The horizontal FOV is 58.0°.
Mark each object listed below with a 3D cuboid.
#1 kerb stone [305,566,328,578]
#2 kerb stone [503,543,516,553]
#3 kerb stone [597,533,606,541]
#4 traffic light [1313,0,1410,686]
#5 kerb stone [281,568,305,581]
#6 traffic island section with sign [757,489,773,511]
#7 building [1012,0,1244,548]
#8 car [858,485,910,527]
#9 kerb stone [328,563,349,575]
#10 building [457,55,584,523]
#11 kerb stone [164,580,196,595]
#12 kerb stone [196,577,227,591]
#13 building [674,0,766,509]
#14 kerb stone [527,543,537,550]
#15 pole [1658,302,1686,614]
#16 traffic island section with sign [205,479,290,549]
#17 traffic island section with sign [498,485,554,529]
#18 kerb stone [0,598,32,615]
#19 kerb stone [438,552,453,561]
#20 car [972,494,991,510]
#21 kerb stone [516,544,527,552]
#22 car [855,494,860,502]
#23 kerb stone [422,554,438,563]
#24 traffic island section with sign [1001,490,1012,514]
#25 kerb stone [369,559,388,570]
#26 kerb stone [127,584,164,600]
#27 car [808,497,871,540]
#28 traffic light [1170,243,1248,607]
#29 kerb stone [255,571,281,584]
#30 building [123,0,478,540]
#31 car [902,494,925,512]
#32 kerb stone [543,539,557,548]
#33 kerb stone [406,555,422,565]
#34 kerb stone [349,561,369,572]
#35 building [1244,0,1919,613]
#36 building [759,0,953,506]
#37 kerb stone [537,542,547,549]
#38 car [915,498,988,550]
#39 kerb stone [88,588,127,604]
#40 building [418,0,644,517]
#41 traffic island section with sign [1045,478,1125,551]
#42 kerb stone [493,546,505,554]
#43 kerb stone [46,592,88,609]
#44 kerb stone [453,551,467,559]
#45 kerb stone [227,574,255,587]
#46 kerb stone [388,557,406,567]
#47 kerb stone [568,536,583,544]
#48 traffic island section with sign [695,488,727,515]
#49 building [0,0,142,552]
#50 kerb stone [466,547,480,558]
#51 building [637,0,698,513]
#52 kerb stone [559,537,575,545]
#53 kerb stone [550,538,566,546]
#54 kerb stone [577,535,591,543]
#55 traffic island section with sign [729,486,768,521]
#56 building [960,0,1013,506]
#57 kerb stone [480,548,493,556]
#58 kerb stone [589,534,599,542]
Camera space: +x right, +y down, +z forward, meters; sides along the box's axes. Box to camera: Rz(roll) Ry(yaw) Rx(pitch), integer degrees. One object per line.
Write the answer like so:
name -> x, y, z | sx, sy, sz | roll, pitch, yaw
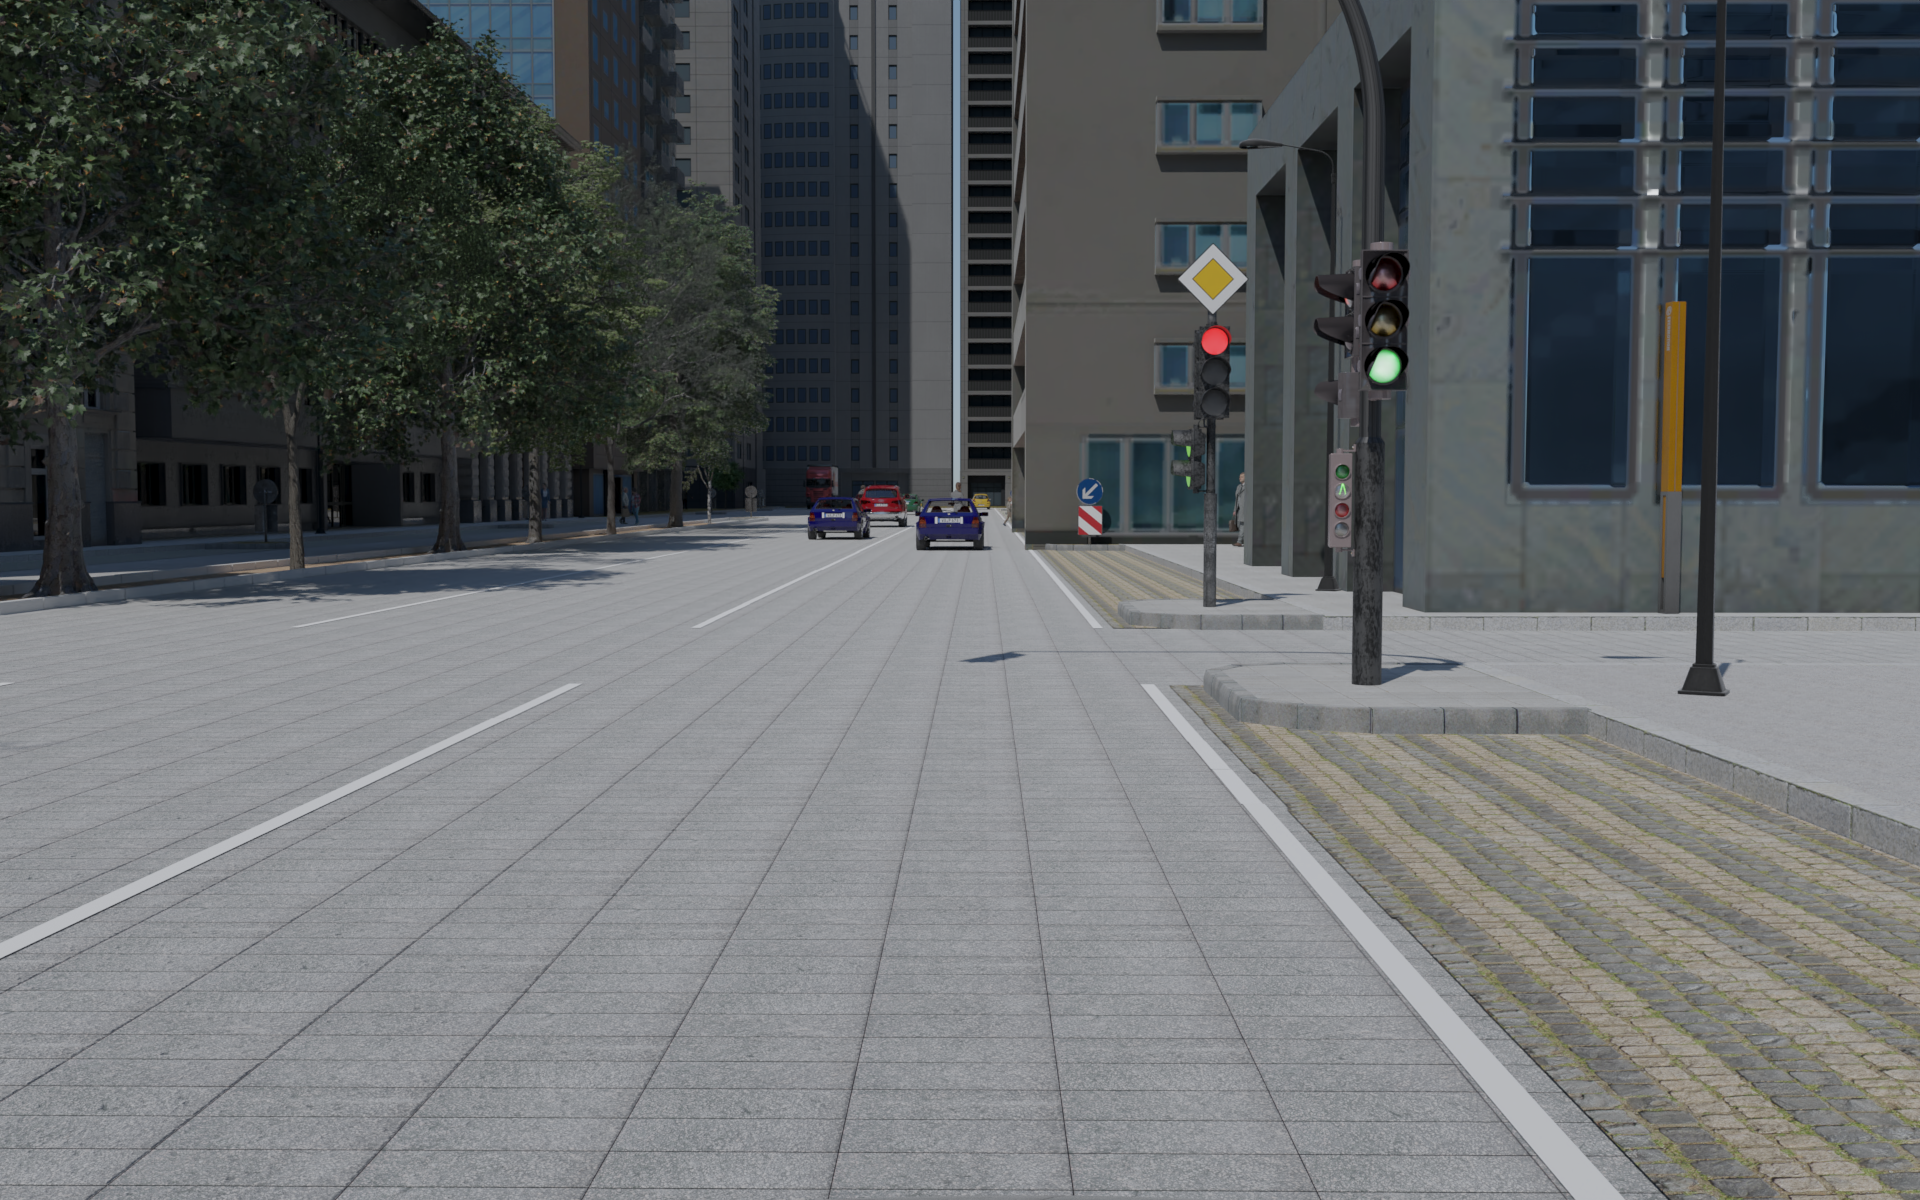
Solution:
kerb stone -> -11.291, -0.485, 30.132 | 0.120, 0.150, 1.000 | 0, 4, 1
kerb stone -> -11.137, -1.236, 42.417 | 0.120, 0.150, 1.000 | 0, 4, 1
kerb stone -> -11.006, -1.864, 52.677 | 0.120, 0.150, 1.000 | 0, 4, 1
traffic light -> 0.625, -2.252, 11.482 | 4.771, 5.953, 1.251 | 0, 4, 1
kerb stone -> -11.301, -0.422, 29.109 | 0.120, 0.150, 1.000 | 0, 4, 1
traffic island section with sign -> -17.118, -8.566, 148.678 | 1.989, 1.847, 2.006 | 0, 4, 1
building -> 12.455, -26.260, 53.051 | 21.300, 48.544, 21.600 | 0, 4, 1
car -> -3.375, -4.138, 76.326 | 2.281, 1.827, 5.304 | 0, 4, 0
kerb stone -> -11.272, -0.548, 31.154 | 0.120, 0.150, 1.000 | 0, 4, 1
building -> -26.018, -15.643, 84.638 | 11.050, 23.489, 19.941 | 0, 4, 1
kerb stone -> -11.359, -0.170, 25.013 | 0.120, 0.150, 1.000 | 0, 4, 1
kerb stone -> -11.344, -0.235, 26.042 | 0.120, 0.150, 1.000 | 0, 4, 1
building -> -29.751, -44.145, 160.020 | 20.611, 71.187, 20.563 | 0, 4, 1
kerb stone -> -11.105, -1.353, 44.462 | 0.120, 0.150, 1.000 | 0, 4, 1
pole -> 7.602, -1.507, 18.490 | 0.158, 3.312, 0.155 | 0, 3, 0
traffic island section with sign -> -18.428, -2.253, 45.465 | 1.989, 1.847, 2.006 | 0, 4, 1
traffic island section with sign -> -18.087, -3.902, 72.418 | 1.989, 1.847, 2.006 | 0, 4, 1
kerb stone -> -11.400, 0.079, 20.920 | 0.120, 0.150, 1.000 | 0, 4, 1
kerb stone -> -11.196, -0.924, 37.304 | 0.120, 0.150, 1.000 | 0, 4, 1
car -> 1.908, -9.206, 160.746 | 2.015, 1.641, 3.980 | 0, 4, -1
kerb stone -> -11.112, -1.297, 43.439 | 0.120, 0.150, 1.000 | 0, 4, 1
car -> -8.440, -8.829, 153.393 | 2.155, 1.783, 4.494 | 0, 4, 1
kerb stone -> -11.209, -0.861, 36.278 | 0.120, 0.150, 1.000 | 0, 4, 1
traffic island section with sign -> 4.508, -8.559, 148.560 | 1.989, 1.847, 2.006 | 0, 4, 1
kerb stone -> -11.245, -0.673, 33.203 | 0.120, 0.150, 1.000 | 0, 4, 1
kerb stone -> -11.366, -0.106, 23.991 | 0.120, 0.150, 1.000 | 0, 4, 1
car -> -3.863, -2.636, 55.684 | 1.945, 1.354, 3.894 | 0, 4, 2
traffic light -> 2.819, -1.875, 19.581 | 0.839, 4.253, 0.868 | 0, 4, 1
kerb stone -> -11.311, -0.360, 28.086 | 0.120, 0.150, 1.000 | 0, 4, 1
building -> -27.997, -14.716, 59.671 | 14.314, 24.678, 30.058 | 0, 4, 1
car -> -3.570, -6.649, 120.501 | 2.131, 1.459, 4.920 | 0, 4, 2
kerb stone -> -11.075, -1.482, 46.511 | 0.120, 0.150, 1.000 | 0, 4, 1
kerb stone -> -11.218, -0.799, 35.256 | 0.120, 0.150, 1.000 | 0, 4, 1
kerb stone -> -11.263, -0.611, 32.181 | 0.120, 0.150, 1.000 | 0, 4, 1
building -> 20.668, -43.692, 27.033 | 31.000, 86.520, 22.319 | 0, 4, 1
building -> -14.776, -39.521, 188.168 | 28.212, 58.520, 21.231 | 0, 4, 1
kerb stone -> -11.098, -1.423, 45.483 | 0.120, 0.150, 1.000 | 0, 4, 1
car -> -0.231, -2.006, 45.380 | 1.945, 1.354, 3.894 | 0, 4, 1
kerb stone -> -11.385, -0.047, 22.965 | 0.120, 0.150, 1.000 | 0, 4, 1
building -> -27.056, -27.621, 101.716 | 14.600, 45.320, 14.200 | 0, 4, 1
traffic island section with sign -> 3.171, -2.185, 44.357 | 1.989, 1.847, 2.006 | 0, 4, 1
kerb stone -> -11.143, -1.165, 41.393 | 0.120, 0.150, 1.000 | 0, 4, 1
kerb stone -> -11.394, 0.021, 21.943 | 0.120, 0.150, 1.000 | 0, 4, 1
kerb stone -> -11.183, -0.987, 38.326 | 0.120, 0.150, 1.000 | 0, 4, 1
kerb stone -> -11.332, -0.298, 27.064 | 0.120, 0.150, 1.000 | 0, 4, 1
kerb stone -> -11.232, -0.735, 34.225 | 0.120, 0.150, 1.000 | 0, 4, 1
kerb stone -> -11.046, -1.671, 49.585 | 0.120, 0.150, 1.000 | 0, 4, 1
traffic island section with sign -> -17.461, -6.917, 121.725 | 1.989, 1.847, 2.006 | 0, 4, 1
building -> -26.770, -14.330, 31.565 | 12.463, 27.353, 25.104 | 0, 4, 1
kerb stone -> -11.172, -1.047, 39.349 | 0.120, 0.150, 1.000 | 0, 4, 1
building -> -32.149, -30.847, 123.955 | 23.786, 49.044, 30.456 | 0, 4, 1
kerb stone -> -11.057, -1.613, 48.563 | 0.120, 0.150, 1.000 | 0, 4, 1
kerb stone -> -11.061, -1.550, 47.540 | 0.120, 0.150, 1.000 | 0, 4, 1
kerb stone -> -11.028, -1.738, 50.607 | 0.120, 0.150, 1.000 | 0, 4, 1
traffic island section with sign -> -11.510, -5.293, 94.683 | 2.006, 1.907, 1.989 | 0, 4, 1
building -> 10.414, -45.793, 186.961 | 20.611, 71.187, 20.563 | 0, 4, 1
kerb stone -> -11.157, -1.112, 40.371 | 0.120, 0.150, 1.000 | 0, 4, 1
kerb stone -> -11.017, -1.796, 51.638 | 0.120, 0.150, 1.000 | 0, 4, 1
